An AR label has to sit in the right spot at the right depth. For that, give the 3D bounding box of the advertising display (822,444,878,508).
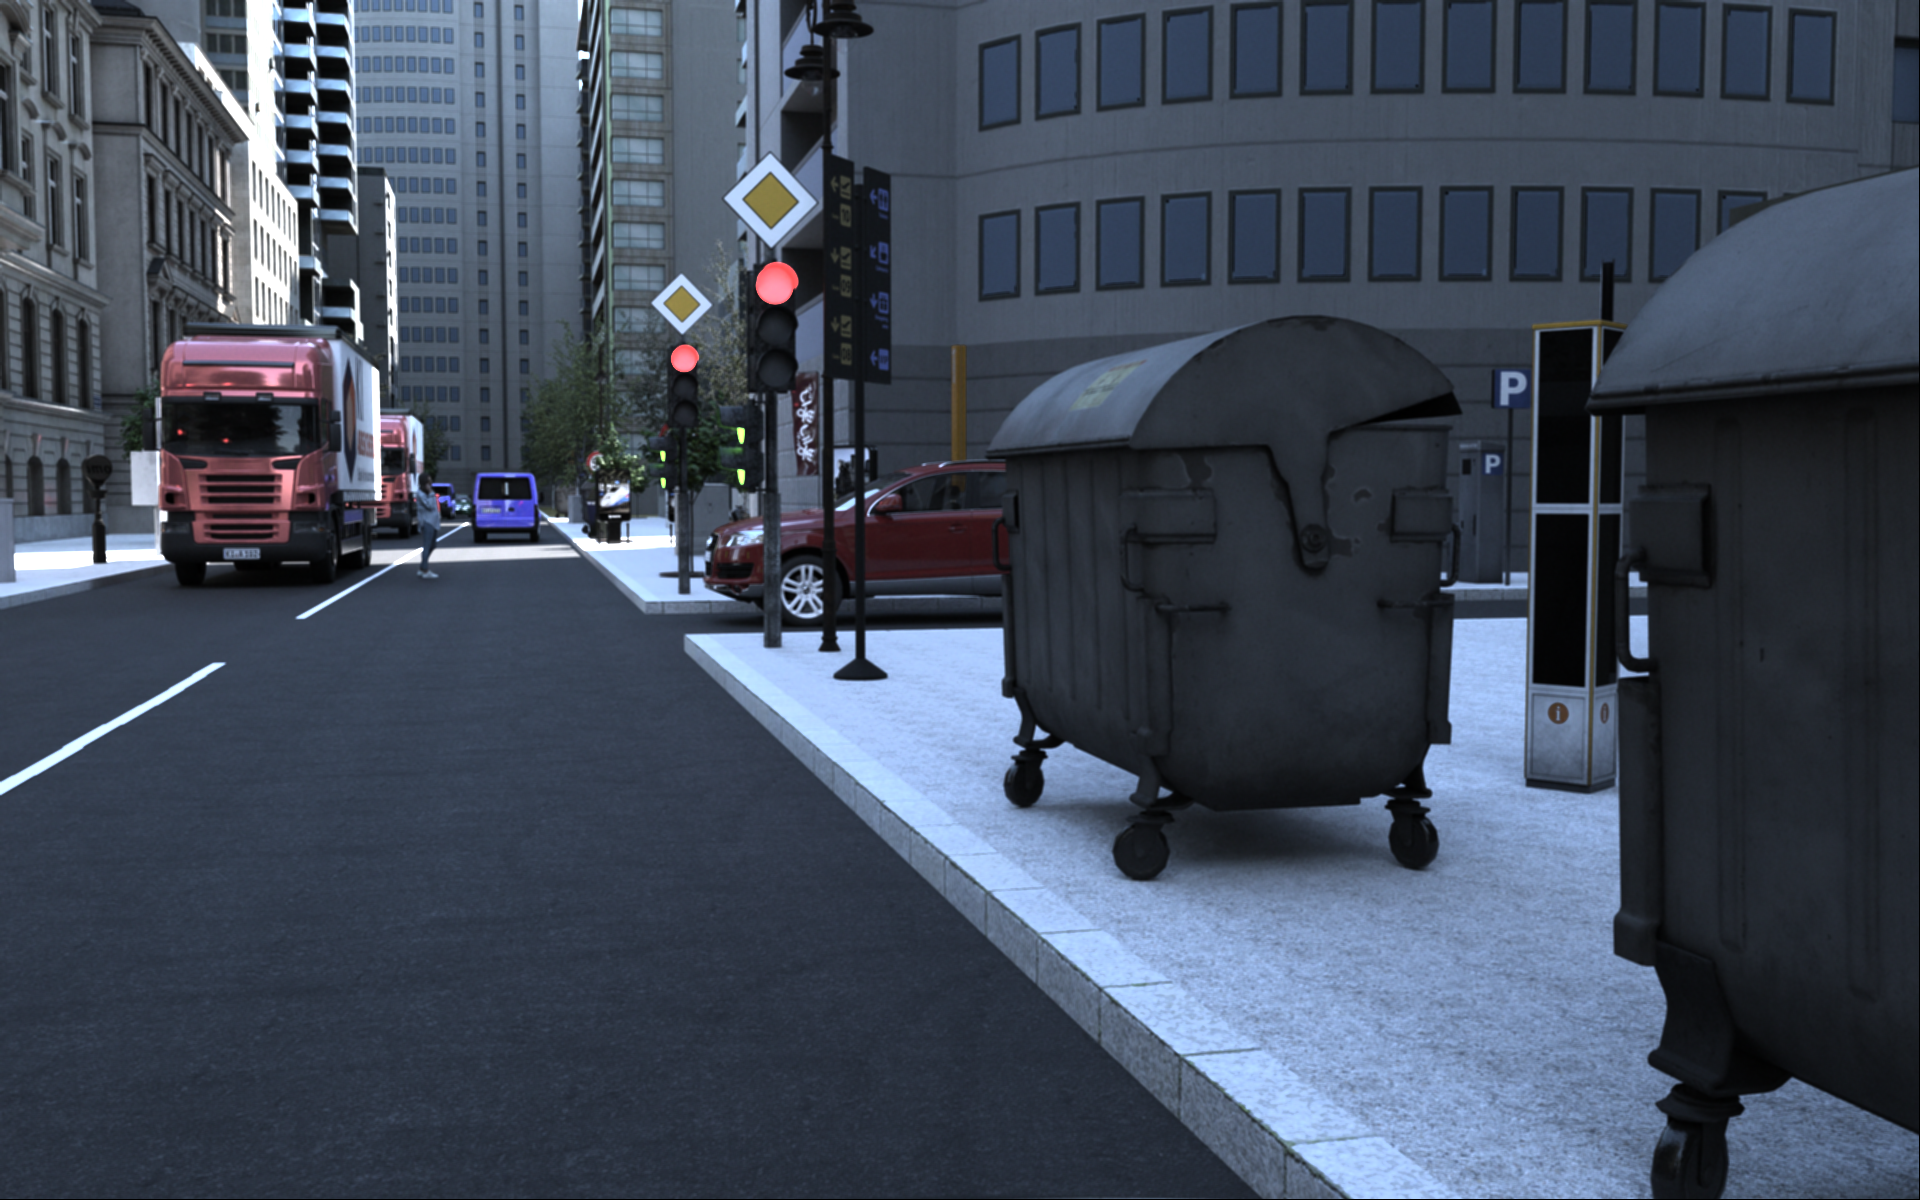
[{"bbox_3d":[-1.445,-1.070,22.713,0.123,1.923,0.974,-3,5,-45],"label":"advertising display"}]

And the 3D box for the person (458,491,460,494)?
[{"bbox_3d":[-43.701,-8.656,150.958,0.756,1.711,0.436,1,4,19],"label":"person"}]

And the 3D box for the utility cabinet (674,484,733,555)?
[{"bbox_3d":[-5.387,-1.685,36.230,1.173,1.500,0.318,-3,5,-41],"label":"utility cabinet"}]

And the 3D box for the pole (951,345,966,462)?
[{"bbox_3d":[-0.017,-1.834,23.822,0.158,3.312,0.155,0,3,0],"label":"pole"}]

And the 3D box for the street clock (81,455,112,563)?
[{"bbox_3d":[-15.959,-1.682,32.069,0.358,2.002,0.471,3,5,41],"label":"street clock"}]

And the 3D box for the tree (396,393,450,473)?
[{"bbox_3d":[-39.925,-10.820,127.268,4.737,8.622,4.395,0,3,0],"label":"tree"}]

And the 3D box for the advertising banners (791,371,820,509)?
[{"bbox_3d":[-1.569,-1.731,24.489,2.074,3.025,0.090,2,4,30],"label":"advertising banners"}]

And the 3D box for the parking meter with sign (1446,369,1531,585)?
[{"bbox_3d":[7.564,-1.761,25.046,0.543,3.016,1.738,-1,4,-9],"label":"parking meter with sign"}]

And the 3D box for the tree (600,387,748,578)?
[{"bbox_3d":[-4.309,-1.981,26.985,1.663,3.219,1.824,0,3,0],"label":"tree"}]

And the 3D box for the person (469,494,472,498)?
[{"bbox_3d":[-35.013,-7.117,125.002,1.348,1.807,0.705,0,4,-2],"label":"person"}]

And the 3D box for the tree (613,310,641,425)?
[{"bbox_3d":[-10.829,-6.957,64.113,4.360,8.622,3.978,0,3,0],"label":"tree"}]

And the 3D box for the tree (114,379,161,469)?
[{"bbox_3d":[-20.148,-3.748,44.997,4.285,4.588,4.351,0,3,0],"label":"tree"}]

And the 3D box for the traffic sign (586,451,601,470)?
[{"bbox_3d":[-10.577,-3.104,50.863,0.768,2.556,0.104,0,4,-7],"label":"traffic sign"}]

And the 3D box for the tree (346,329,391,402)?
[{"bbox_3d":[-27.504,-7.731,76.771,4.360,8.622,3.978,0,3,0],"label":"tree"}]

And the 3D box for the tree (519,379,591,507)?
[{"bbox_3d":[-39.641,-15.438,170.540,7.486,12.596,7.792,0,3,0],"label":"tree"}]

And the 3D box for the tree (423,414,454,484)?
[{"bbox_3d":[-48.497,-12.723,158.386,4.360,8.622,3.978,0,3,0],"label":"tree"}]

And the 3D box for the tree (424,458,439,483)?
[{"bbox_3d":[-42.053,-9.202,134.167,4.285,4.588,4.351,0,3,0],"label":"tree"}]

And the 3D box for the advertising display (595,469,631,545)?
[{"bbox_3d":[-8.820,-2.377,44.082,0.974,1.923,0.123,-3,5,-43],"label":"advertising display"}]

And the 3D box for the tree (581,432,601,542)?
[{"bbox_3d":[-9.397,-3.167,46.374,1.663,3.219,1.824,0,3,0],"label":"tree"}]

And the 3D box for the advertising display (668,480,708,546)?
[{"bbox_3d":[-6.712,-2.295,42.741,0.974,1.923,0.123,0,4,4],"label":"advertising display"}]

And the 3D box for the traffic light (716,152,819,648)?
[{"bbox_3d":[-1.587,-1.558,14.390,0.839,4.253,0.868,-1,4,-14],"label":"traffic light"}]

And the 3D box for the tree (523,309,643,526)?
[{"bbox_3d":[-14.880,-7.299,69.708,4.737,8.622,4.395,0,3,0],"label":"tree"}]

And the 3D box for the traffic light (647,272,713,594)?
[{"bbox_3d":[-3.559,-2.031,22.128,0.839,4.253,0.868,-1,4,-14],"label":"traffic light"}]

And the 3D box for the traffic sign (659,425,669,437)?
[{"bbox_3d":[-4.701,-1.781,29.220,0.768,2.556,0.104,-1,4,-12],"label":"traffic sign"}]

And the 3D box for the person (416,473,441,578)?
[{"bbox_3d":[-9.137,-1.278,29.662,0.793,1.790,0.793,-3,4,-36],"label":"person"}]

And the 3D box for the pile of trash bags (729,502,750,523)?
[{"bbox_3d":[-7.274,-2.764,54.943,1.912,1.369,3.447,2,4,33],"label":"pile of trash bags"}]

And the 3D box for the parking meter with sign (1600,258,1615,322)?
[{"bbox_3d":[5.646,-1.013,12.829,1.738,3.016,0.543,1,4,20],"label":"parking meter with sign"}]

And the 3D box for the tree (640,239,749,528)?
[{"bbox_3d":[-6.028,-6.061,49.464,4.360,8.622,3.978,0,3,0],"label":"tree"}]

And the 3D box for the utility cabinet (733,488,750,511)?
[{"bbox_3d":[-7.960,-3.360,63.619,0.318,1.500,1.173,1,4,21],"label":"utility cabinet"}]

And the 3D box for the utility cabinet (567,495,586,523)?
[{"bbox_3d":[-16.869,-3.981,76.243,0.306,1.237,1.020,1,4,19],"label":"utility cabinet"}]

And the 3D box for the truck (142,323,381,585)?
[{"bbox_3d":[-12.051,-2.565,30.854,2.839,4.237,11.283,-1,4,-14],"label":"truck"}]

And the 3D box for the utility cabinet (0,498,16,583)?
[{"bbox_3d":[-14.070,-0.831,24.754,0.306,1.237,1.020,2,4,25],"label":"utility cabinet"}]
